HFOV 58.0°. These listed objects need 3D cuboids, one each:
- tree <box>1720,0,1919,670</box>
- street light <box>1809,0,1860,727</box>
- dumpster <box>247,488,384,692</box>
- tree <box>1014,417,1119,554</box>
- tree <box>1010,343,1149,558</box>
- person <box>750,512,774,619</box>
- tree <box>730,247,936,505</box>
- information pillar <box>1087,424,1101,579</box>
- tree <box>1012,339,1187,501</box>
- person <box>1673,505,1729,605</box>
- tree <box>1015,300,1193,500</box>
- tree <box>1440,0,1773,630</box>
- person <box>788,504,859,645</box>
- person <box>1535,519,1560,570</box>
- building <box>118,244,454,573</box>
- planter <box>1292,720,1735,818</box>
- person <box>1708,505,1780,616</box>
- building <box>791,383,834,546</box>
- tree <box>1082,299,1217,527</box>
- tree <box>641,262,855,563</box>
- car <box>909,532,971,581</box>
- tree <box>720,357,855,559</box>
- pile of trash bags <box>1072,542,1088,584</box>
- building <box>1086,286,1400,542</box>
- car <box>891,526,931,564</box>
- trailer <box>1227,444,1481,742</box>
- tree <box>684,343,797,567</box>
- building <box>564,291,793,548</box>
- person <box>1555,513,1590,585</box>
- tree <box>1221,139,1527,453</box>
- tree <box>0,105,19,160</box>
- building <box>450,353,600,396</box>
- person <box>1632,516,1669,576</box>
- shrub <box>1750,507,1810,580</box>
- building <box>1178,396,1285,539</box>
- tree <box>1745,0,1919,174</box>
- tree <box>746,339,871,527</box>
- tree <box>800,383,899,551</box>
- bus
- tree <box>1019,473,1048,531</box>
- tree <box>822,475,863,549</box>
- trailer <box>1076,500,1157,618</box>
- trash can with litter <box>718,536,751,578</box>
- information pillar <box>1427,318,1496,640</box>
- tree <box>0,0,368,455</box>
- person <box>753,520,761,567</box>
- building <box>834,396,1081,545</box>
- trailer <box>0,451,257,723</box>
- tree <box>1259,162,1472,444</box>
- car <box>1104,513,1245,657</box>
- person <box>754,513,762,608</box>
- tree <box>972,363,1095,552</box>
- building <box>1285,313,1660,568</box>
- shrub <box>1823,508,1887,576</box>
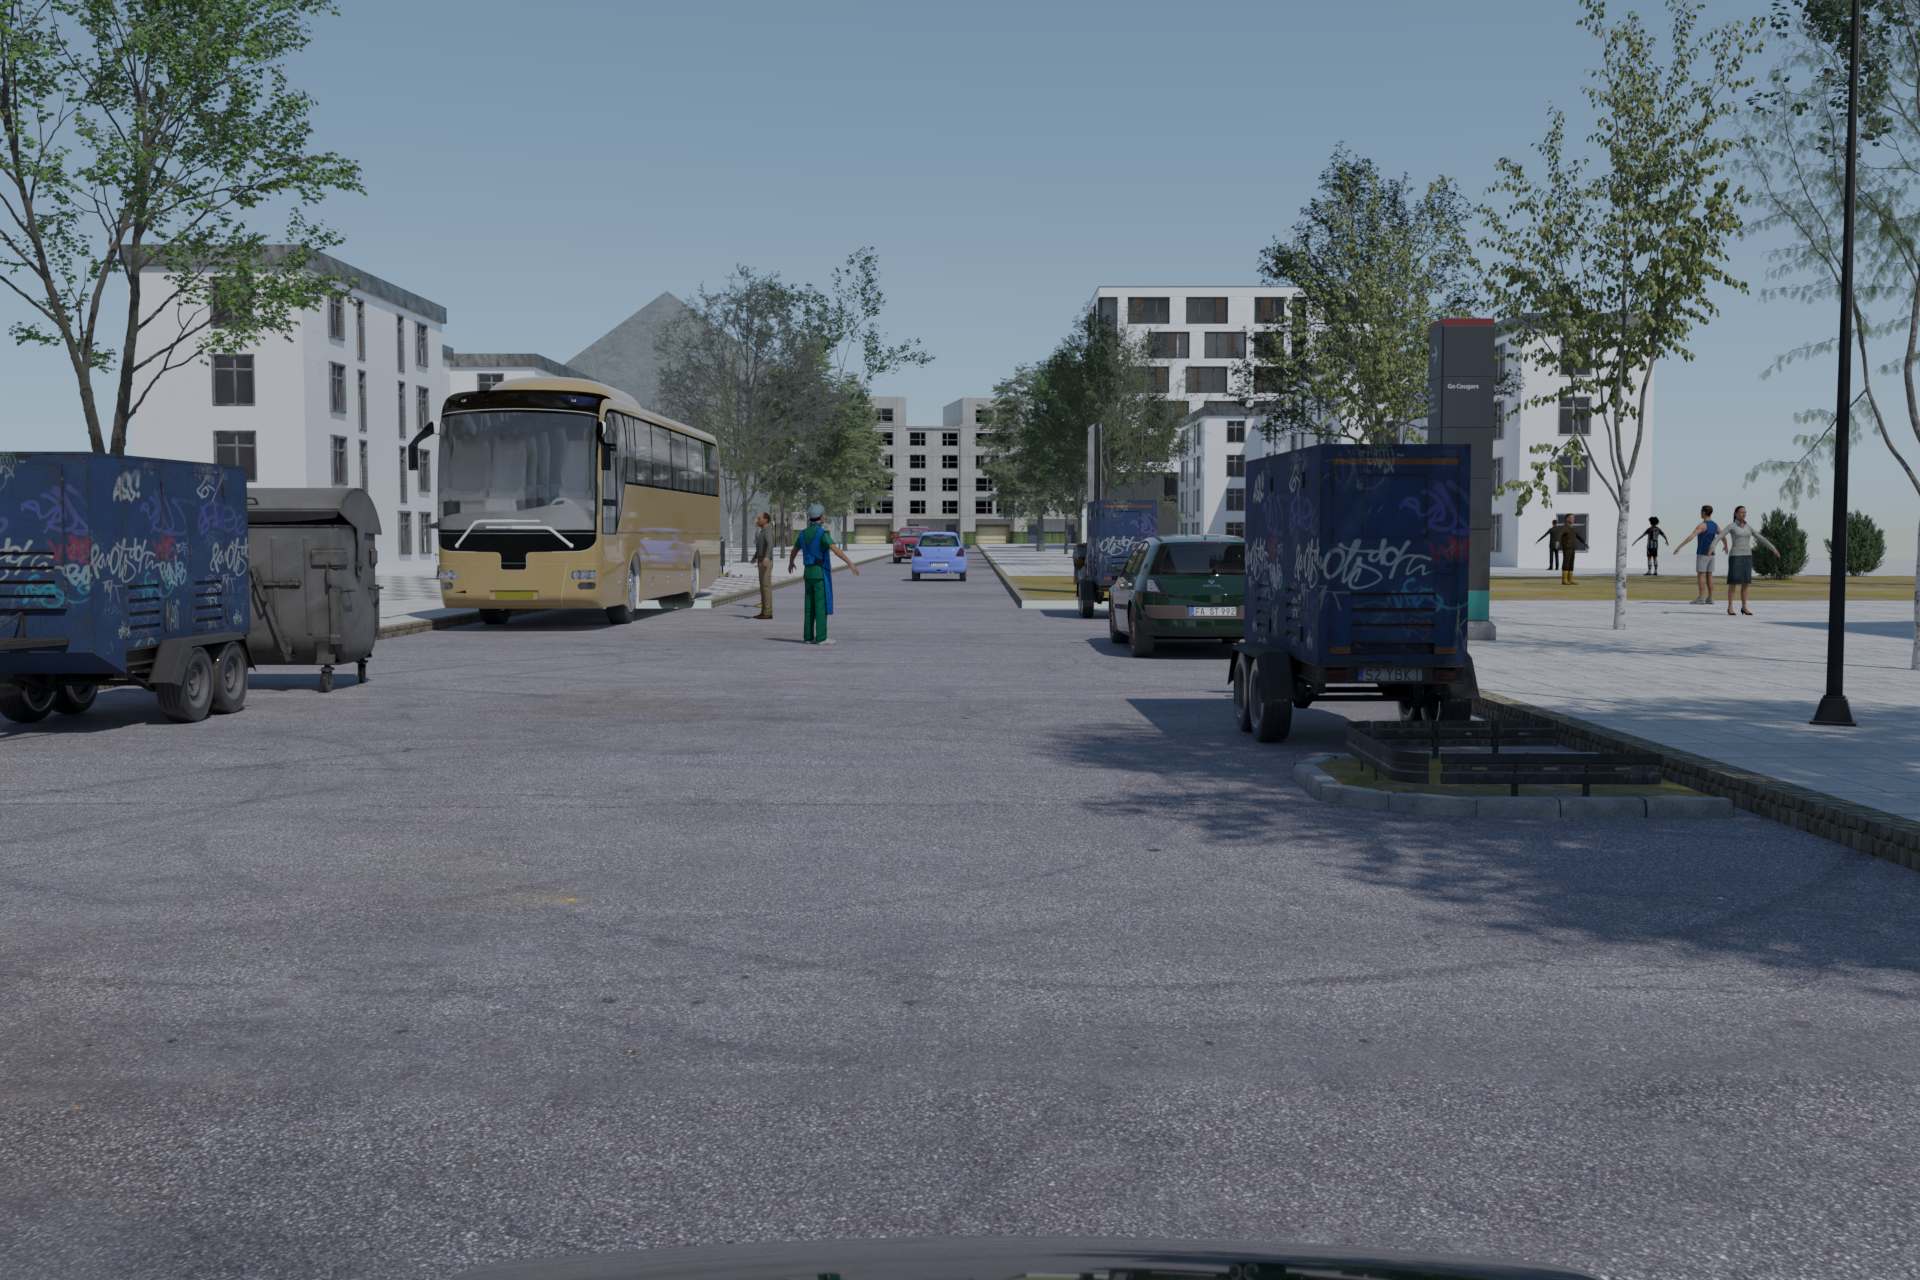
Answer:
[{"bbox_3d":[8.953,-4.008,15.894,4.360,8.622,3.978,0,3,0],"label":"tree"},{"bbox_3d":[6.447,-2.384,11.521,1.470,5.913,1.316,0,3,0],"label":"street light"},{"bbox_3d":[-6.446,-0.482,16.092,1.865,1.857,1.264,0,3,0],"label":"dumpster"},{"bbox_3d":[6.980,-10.695,109.282,7.601,10.594,8.767,-3,4,-36],"label":"tree"},{"bbox_3d":[6.377,-10.169,92.022,9.928,11.665,9.643,0,3,0],"label":"tree"},{"bbox_3d":[-3.315,-1.253,29.220,0.705,1.796,1.348,-1,4,-16],"label":"person"},{"bbox_3d":[-8.318,-15.759,113.546,12.611,20.169,13.585,0,3,0],"label":"tree"},{"bbox_3d":[2.924,-2.838,37.711,0.184,3.620,1.656,0,3,0],"label":"information pillar"},{"bbox_3d":[6.366,-8.912,80.121,8.767,10.594,7.601,1,4,10],"label":"tree"},{"bbox_3d":[13.555,-1.552,31.539,1.345,1.807,0.704,-2,4,-26],"label":"person"},{"bbox_3d":[5.740,-8.291,69.966,7.601,10.594,8.767,-1,4,-12],"label":"tree"},{"bbox_3d":[8.833,-4.457,23.237,4.737,8.622,4.395,0,3,0],"label":"tree"},{"bbox_3d":[-1.840,-0.854,22.549,1.347,1.817,0.704,3,5,45],"label":"person"},{"bbox_3d":[21.061,-3.376,61.430,1.346,1.802,0.704,-1,4,-13],"label":"person"},{"bbox_3d":[-23.571,-7.474,64.346,9.099,9.664,28.070,0,4,0],"label":"building"},{"bbox_3d":[2.935,0.697,9.747,1.991,0.319,1.994,0,4,1],"label":"planter"},{"bbox_3d":[12.330,-1.251,27.289,1.217,1.735,0.721,-1,4,-9],"label":"person"},{"bbox_3d":[-24.219,-20.627,203.709,16.747,18.905,31.486,0,4,-1],"label":"building"},{"bbox_3d":[5.629,-6.368,54.477,4.360,8.622,3.978,0,3,0],"label":"tree"},{"bbox_3d":[-9.586,-10.217,77.419,12.009,13.543,11.850,0,3,0],"label":"tree"},{"bbox_3d":[-0.636,-2.698,53.706,1.945,1.707,3.694,0,4,0],"label":"car"},{"bbox_3d":[-9.068,-9.536,90.322,8.767,10.594,7.601,2,4,28],"label":"tree"},{"bbox_3d":[3.860,-2.152,44.933,1.912,1.369,3.447,0,4,1],"label":"pile of trash bags"},{"bbox_3d":[25.432,-19.278,159.171,27.936,21.610,32.646,0,4,0],"label":"building"},{"bbox_3d":[-2.228,-4.681,85.215,2.281,1.827,5.304,0,3,0],"label":"car"},{"bbox_3d":[2.731,-0.360,12.939,1.471,1.999,3.904,0,4,-1],"label":"trailer"},{"bbox_3d":[-9.092,-7.159,67.413,4.360,8.622,3.978,0,3,0],"label":"tree"},{"bbox_3d":[-26.347,-20.493,165.983,19.493,23.208,18.063,0,4,1],"label":"building"},{"bbox_3d":[15.410,-2.301,43.756,1.346,1.812,0.704,-3,4,-36],"label":"person"},{"bbox_3d":[9.799,-6.556,41.607,7.601,10.594,8.767,0,4,5],"label":"tree"},{"bbox_3d":[-12.270,-4.124,17.783,4.737,8.622,4.395,0,3,0],"label":"tree"},{"bbox_3d":[-24.189,-9.325,94.616,9.099,9.664,28.070,0,3,0],"label":"building"},{"bbox_3d":[21.360,-2.894,53.465,1.345,1.843,0.704,-1,4,-18],"label":"person"},{"bbox_3d":[23.035,-2.734,48.740,1.661,2.075,1.752,0,3,0],"label":"shrub"},{"bbox_3d":[20.505,-10.514,114.048,9.099,9.664,28.070,0,4,0],"label":"building"},{"bbox_3d":[24.759,-11.210,39.171,12.611,20.169,13.585,0,3,0],"label":"tree"},{"bbox_3d":[-8.826,-11.159,100.580,7.486,12.596,7.792,0,3,0],"label":"tree"},{"bbox_3d":[-8.336,-12.866,128.484,7.486,12.596,7.792,0,3,0],"label":"tree"},{"bbox_3d":[-6.401,-2.403,30.844,2.896,3.916,12.252,0,4,1],"label":"bus"},{"bbox_3d":[6.215,-11.598,139.985,4.737,8.622,4.395,0,3,0],"label":"tree"},{"bbox_3d":[-9.503,-11.343,135.820,4.360,8.622,3.978,0,3,0],"label":"tree"},{"bbox_3d":[2.786,-1.440,30.601,1.471,1.999,3.904,0,4,0],"label":"trailer"},{"bbox_3d":[-6.974,-2.488,51.735,1.678,1.210,2.233,0,4,1],"label":"trash can with litter"},{"bbox_3d":[6.089,-1.942,21.132,0.750,3.857,0.750,0,4,1],"label":"information pillar"},{"bbox_3d":[-12.986,-6.139,26.130,9.928,11.665,9.643,0,3,0],"label":"tree"},{"bbox_3d":[-7.780,-3.722,66.707,0.705,1.847,1.347,-1,4,-12],"label":"person"},{"bbox_3d":[-1.000,-22.132,230.768,31.486,18.905,16.747,-1,4,-9],"label":"building"},{"bbox_3d":[-6.499,-0.348,12.739,1.471,1.999,3.904,0,3,0],"label":"trailer"},{"bbox_3d":[8.222,-5.110,33.914,4.737,8.622,4.395,0,3,0],"label":"tree"},{"bbox_3d":[2.840,-0.719,21.551,2.009,1.686,4.222,0,4,0],"label":"car"},{"bbox_3d":[-3.856,-1.558,33.791,0.705,1.847,1.347,-1,4,-10],"label":"person"},{"bbox_3d":[5.770,-13.406,125.839,9.857,13.997,8.962,0,3,0],"label":"tree"},{"bbox_3d":[21.978,-8.420,79.822,9.099,9.664,28.070,0,3,0],"label":"building"},{"bbox_3d":[27.213,-2.972,52.641,1.661,2.075,1.752,0,3,0],"label":"shrub"}]
